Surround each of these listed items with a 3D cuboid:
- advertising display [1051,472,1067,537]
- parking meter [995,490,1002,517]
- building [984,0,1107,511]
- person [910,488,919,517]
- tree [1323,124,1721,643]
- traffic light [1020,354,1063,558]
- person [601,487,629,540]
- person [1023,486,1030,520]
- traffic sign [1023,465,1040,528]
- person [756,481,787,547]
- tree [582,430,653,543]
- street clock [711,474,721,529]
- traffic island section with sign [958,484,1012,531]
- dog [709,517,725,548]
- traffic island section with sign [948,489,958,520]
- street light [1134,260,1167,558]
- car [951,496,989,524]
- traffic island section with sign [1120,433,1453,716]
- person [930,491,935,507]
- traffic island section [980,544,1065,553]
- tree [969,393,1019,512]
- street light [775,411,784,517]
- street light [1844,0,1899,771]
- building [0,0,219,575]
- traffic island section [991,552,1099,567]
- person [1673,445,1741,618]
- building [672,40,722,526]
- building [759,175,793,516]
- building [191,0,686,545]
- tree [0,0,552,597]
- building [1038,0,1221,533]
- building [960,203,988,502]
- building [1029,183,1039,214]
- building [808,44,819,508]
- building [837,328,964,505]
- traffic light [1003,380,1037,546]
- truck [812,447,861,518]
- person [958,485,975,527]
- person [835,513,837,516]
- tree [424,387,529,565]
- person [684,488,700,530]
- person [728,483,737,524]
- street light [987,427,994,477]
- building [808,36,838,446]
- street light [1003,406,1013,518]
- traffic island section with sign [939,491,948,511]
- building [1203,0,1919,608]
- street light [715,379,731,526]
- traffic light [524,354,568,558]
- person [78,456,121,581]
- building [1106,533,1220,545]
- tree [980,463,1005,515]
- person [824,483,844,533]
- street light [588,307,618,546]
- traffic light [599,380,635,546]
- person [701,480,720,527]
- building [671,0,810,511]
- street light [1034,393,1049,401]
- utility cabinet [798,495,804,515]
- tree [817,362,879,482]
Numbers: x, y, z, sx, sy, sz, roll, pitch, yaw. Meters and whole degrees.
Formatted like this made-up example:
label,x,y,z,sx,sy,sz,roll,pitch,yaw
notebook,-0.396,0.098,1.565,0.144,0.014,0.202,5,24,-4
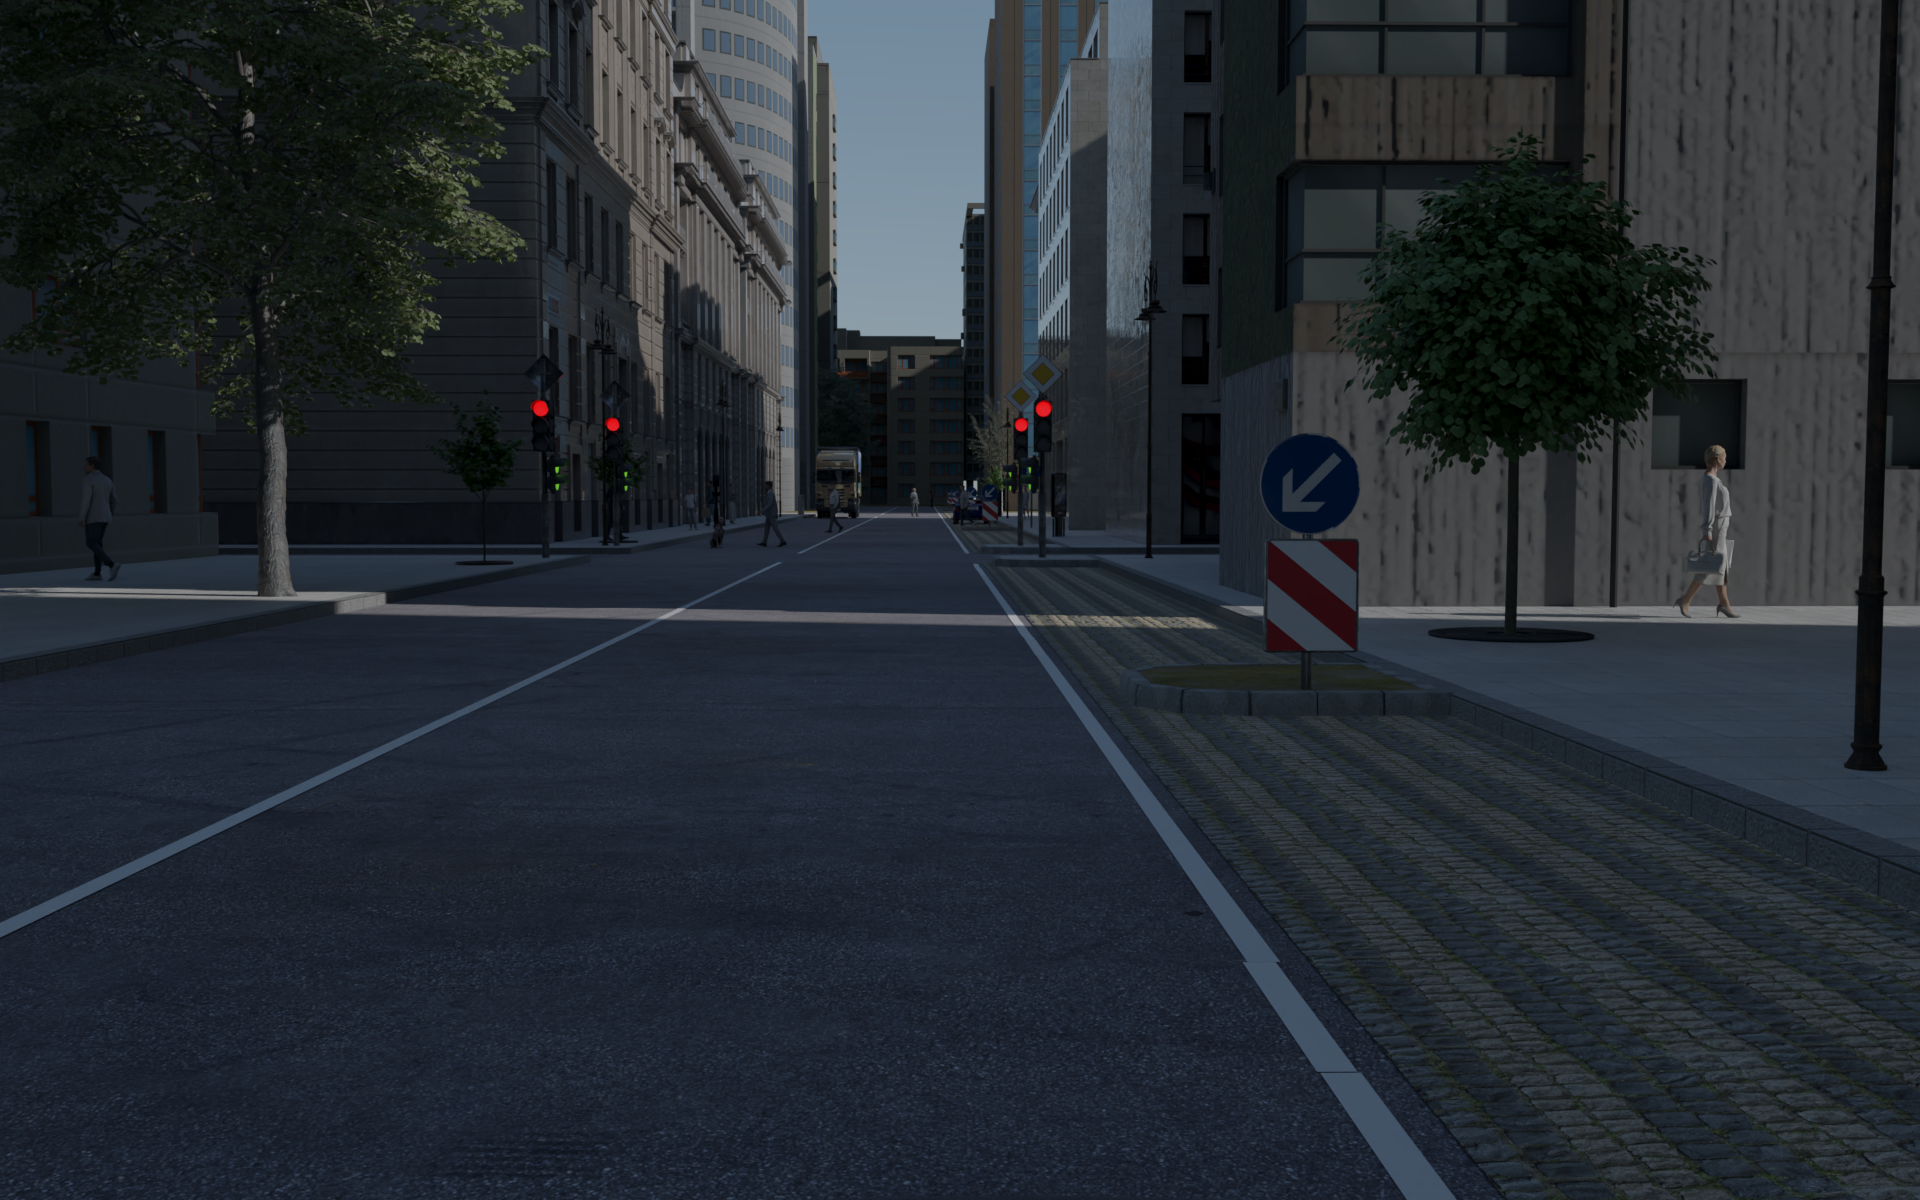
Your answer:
label,x,y,z,sx,sy,sz,roll,pitch,yaw
advertising display,2.976,-2.870,52.143,0.123,1.923,0.974,2,4,25
parking meter,2.186,-5.467,97.790,0.372,1.533,0.369,0,3,0
building,9.396,-31.294,161.768,14.600,45.320,14.200,0,4,-1
person,-2.849,-6.222,110.399,0.661,1.801,0.590,-3,5,-45
tree,4.897,-1.947,15.540,4.285,4.588,4.351,0,3,0
traffic light,1.645,-2.814,34.936,0.839,4.253,0.868,0,4,-1
person,-9.478,-2.568,47.807,0.755,1.850,0.659,-2,4,-25
person,3.288,-4.899,87.148,0.512,1.701,0.522,1,4,16
traffic sign,2.727,-4.031,66.007,0.768,2.556,0.104,0,4,8
person,-5.131,-2.343,47.077,0.850,1.792,0.678,0,4,-3
tree,-8.875,-3.120,45.612,1.663,3.219,1.824,0,3,0
street clock,-8.941,-3.605,63.514,0.358,2.002,0.471,0,4,-6
traffic island section with sign,1.034,-3.615,67.731,1.989,1.847,2.006,0,4,-1
dog,-6.423,-1.798,46.233,0.513,0.831,0.800,0,4,6
traffic island section with sign,0.485,-5.263,94.681,1.989,1.847,2.006,0,4,-1
street light,3.773,-3.770,34.429,0.468,5.910,1.993,0,4,-1
car,0.534,-4.312,83.082,1.945,1.354,3.894,0,4,1
traffic island section with sign,2.157,-0.209,12.049,1.989,1.847,2.006,0,4,-1
person,-2.947,-10.756,185.080,0.721,1.735,1.217,2,4,27
traffic island section,1.524,-1.269,43.035,2.009,0.180,2.903,0,4,-1
tree,2.765,-10.644,124.387,4.360,8.622,3.978,0,3,0
street light,-10.037,-7.570,96.557,0.468,5.910,1.993,0,4,-1
street light,4.234,-2.149,7.919,0.468,5.910,1.993,0,4,-1
building,-29.535,-10.773,21.171,28.899,21.520,27.650,0,4,-1
traffic island section,1.686,-0.781,35.051,2.009,0.180,2.903,0,4,-1
person,7.747,-0.705,17.917,0.624,1.780,0.694,2,4,31
building,-17.239,-14.554,79.755,13.314,21.916,24.055,0,4,-1
building,-17.694,-16.118,105.337,13.314,21.916,24.055,0,4,-1
building,-16.477,-15.768,55.066,12.463,27.353,25.104,0,4,-1
tree,-8.703,-6.291,20.993,7.486,12.596,7.792,0,3,0
building,8.868,-13.116,69.191,10.420,20.320,16.860,0,4,-1
building,12.168,-32.177,217.982,23.993,40.220,32.217,0,4,-1
building,9.287,-15.115,98.043,10.553,20.767,40.483,0,4,-1
building,-20.005,-28.700,152.847,14.154,41.232,14.086,0,4,-1
building,-14.280,-22.722,216.542,28.899,21.520,27.650,0,4,-1
traffic light,1.484,-3.303,42.920,0.839,4.253,0.868,0,4,-1
truck,-7.361,-7.117,105.275,2.839,4.237,11.283,0,4,-2
person,0.248,-4.027,74.182,0.795,1.843,0.661,-1,4,-19
person,-8.175,-6.151,113.312,0.306,1.304,0.590,-1,4,-16
tree,-8.575,-2.254,31.455,1.663,3.219,1.824,0,3,0
person,-9.507,-3.231,61.467,0.503,1.515,0.523,-2,4,-32
person,-9.708,-4.127,74.062,0.362,1.759,0.519,0,4,5
street light,2.035,-8.866,117.742,0.468,5.910,1.993,0,4,-1
building,-23.895,-34.104,181.304,21.600,48.544,21.300,0,4,-1
street light,2.507,-7.244,91.232,0.468,5.910,1.993,0,4,-1
traffic island section with sign,-0.539,-8.358,145.276,1.989,1.847,2.006,0,4,-1
building,10.633,-15.537,25.739,14.160,30.474,14.107,0,4,-1
street light,-9.488,-5.912,69.446,0.468,5.910,1.993,0,4,-1
traffic light,-8.313,-2.801,34.720,0.839,4.253,0.868,0,4,-1
person,-12.675,-1.204,25.581,0.795,1.843,0.661,1,4,15
building,13.060,-11.845,48.415,16.860,20.320,10.420,0,4,-1
tree,2.230,-6.991,108.908,1.663,3.219,1.824,0,3,0
person,-4.702,-3.417,64.464,0.850,1.850,0.679,-2,4,-32
street light,-8.832,-4.291,42.940,0.468,5.910,1.993,0,4,-1
traffic light,-8.475,-3.289,42.703,0.839,4.253,0.868,0,4,-1
person,-9.712,-3.752,67.381,0.713,1.824,0.794,1,4,12
building,-22.905,-36.007,130.711,21.231,58.520,28.212,0,4,-1
street light,3.046,-5.623,64.724,0.468,5.910,1.993,0,4,-1
utility cabinet,-9.965,-5.966,108.699,0.306,1.237,1.020,0,4,2
tree,-12.544,-15.889,166.438,9.857,13.997,8.962,0,3,0
